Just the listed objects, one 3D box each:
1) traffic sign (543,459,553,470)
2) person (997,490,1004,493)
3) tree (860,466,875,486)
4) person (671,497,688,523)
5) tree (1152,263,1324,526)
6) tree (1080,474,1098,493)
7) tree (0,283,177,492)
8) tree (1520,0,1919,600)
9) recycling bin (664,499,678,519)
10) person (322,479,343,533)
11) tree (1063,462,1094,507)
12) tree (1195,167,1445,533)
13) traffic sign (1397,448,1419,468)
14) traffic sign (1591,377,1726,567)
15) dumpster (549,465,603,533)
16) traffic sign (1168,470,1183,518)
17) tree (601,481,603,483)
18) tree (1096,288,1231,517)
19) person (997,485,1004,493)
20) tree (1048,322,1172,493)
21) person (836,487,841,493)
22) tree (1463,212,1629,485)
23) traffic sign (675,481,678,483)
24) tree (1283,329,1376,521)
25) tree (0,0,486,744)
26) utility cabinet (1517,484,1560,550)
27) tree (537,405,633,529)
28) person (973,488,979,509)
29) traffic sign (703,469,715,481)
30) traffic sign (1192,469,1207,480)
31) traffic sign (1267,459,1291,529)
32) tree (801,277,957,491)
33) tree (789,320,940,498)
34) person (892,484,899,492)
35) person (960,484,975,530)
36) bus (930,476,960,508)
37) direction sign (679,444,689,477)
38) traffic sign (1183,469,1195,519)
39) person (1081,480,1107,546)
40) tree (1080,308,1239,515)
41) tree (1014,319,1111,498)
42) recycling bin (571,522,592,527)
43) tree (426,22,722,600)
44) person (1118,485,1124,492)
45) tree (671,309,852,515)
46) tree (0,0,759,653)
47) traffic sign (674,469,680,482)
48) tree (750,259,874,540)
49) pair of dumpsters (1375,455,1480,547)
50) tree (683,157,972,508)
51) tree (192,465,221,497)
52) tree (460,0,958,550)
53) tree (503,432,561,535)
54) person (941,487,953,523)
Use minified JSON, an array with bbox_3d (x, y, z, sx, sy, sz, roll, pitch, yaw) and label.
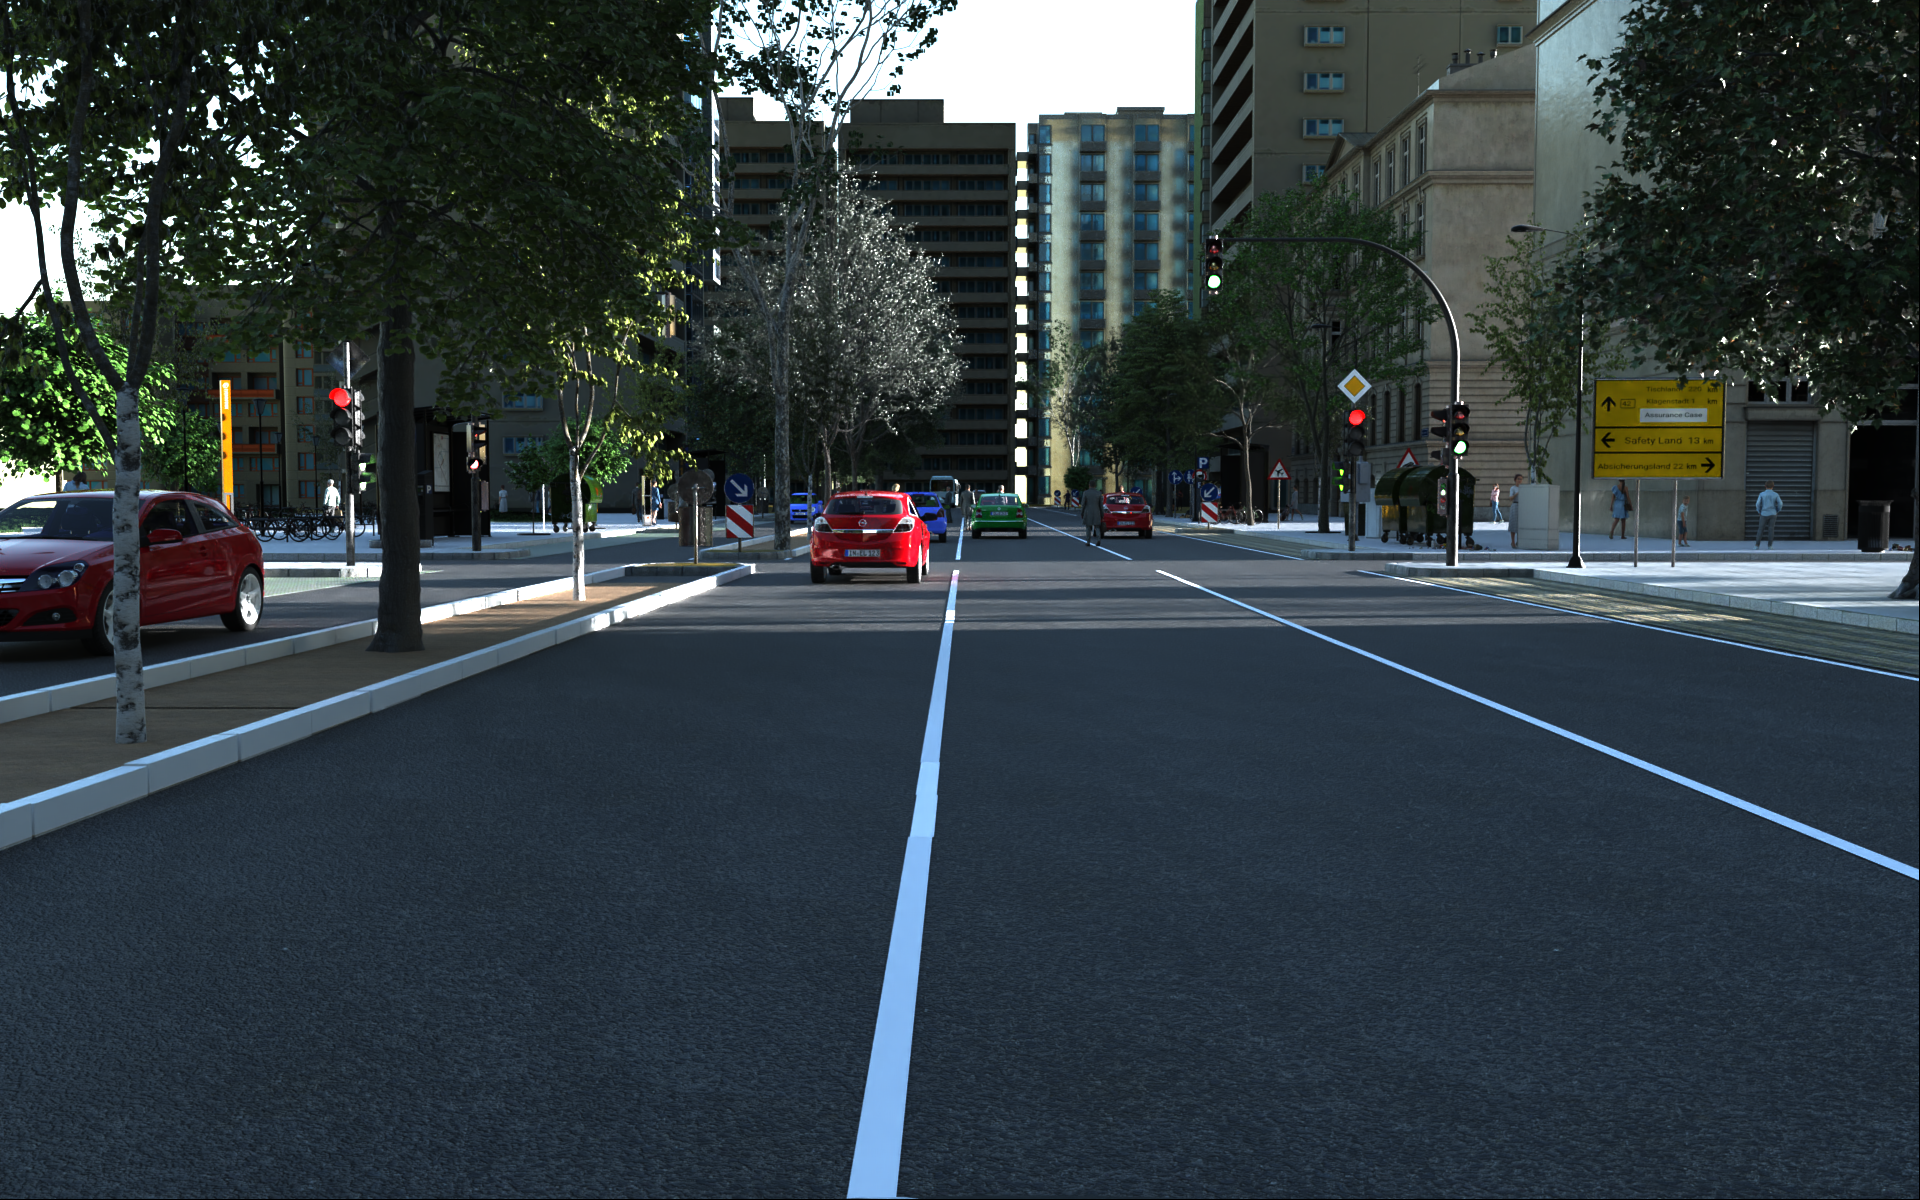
[{"bbox_3d":[-14.650,-3.737,60.831,0.795,2.593,0.064,0,4,3],"label":"traffic sign"},{"bbox_3d":[1.784,-3.896,72.783,0.593,1.750,0.643,0,4,-5],"label":"person"},{"bbox_3d":[-13.479,-16.681,189.745,9.611,12.733,9.660,0,3,0],"label":"tree"},{"bbox_3d":[-9.088,-2.956,56.944,0.853,1.813,0.709,-1,4,-11],"label":"person"},{"bbox_3d":[11.543,-8.321,70.455,7.601,10.594,8.767,1,4,22],"label":"tree"},{"bbox_3d":[12.403,-10.635,168.477,1.663,3.219,1.824,0,3,0],"label":"tree"},{"bbox_3d":[-14.097,-2.642,26.905,4.285,4.588,4.351,0,3,0],"label":"tree"},{"bbox_3d":[11.829,-6.354,20.891,9.611,12.733,9.660,0,3,0],"label":"tree"},{"bbox_3d":[-15.121,-4.770,90.550,0.722,1.027,0.722,0,4,-7],"label":"recycling bin"},{"bbox_3d":[-20.840,-3.123,57.590,0.515,1.767,0.782,1,4,18],"label":"person"},{"bbox_3d":[11.970,-11.746,175.754,4.285,4.588,4.351,0,3,0],"label":"tree"},{"bbox_3d":[11.791,-8.003,56.602,9.928,11.665,9.643,0,3,0],"label":"tree"},{"bbox_3d":[12.581,-2.976,48.654,0.884,2.594,0.081,0,4,3],"label":"traffic sign"},{"bbox_3d":[12.192,-2.228,30.303,2.265,3.308,0.079,0,4,3],"label":"traffic sign"},{"bbox_3d":[-12.936,-3.403,58.140,1.502,2.255,1.985,0,4,0],"label":"dumpster"},{"bbox_3d":[11.384,-5.595,91.581,0.768,2.556,0.104,0,4,1],"label":"traffic sign"},{"bbox_3d":[-22.137,-6.660,103.492,1.663,3.219,1.824,0,3,0],"label":"tree"},{"bbox_3d":[11.406,-10.889,96.166,7.486,12.596,7.792,0,3,0],"label":"tree"},{"bbox_3d":[1.623,-3.545,66.863,0.834,1.777,0.661,-2,4,-24],"label":"person"},{"bbox_3d":[11.288,-13.014,123.156,12.009,13.543,11.850,0,3,0],"label":"tree"},{"bbox_3d":[-6.177,-4.819,87.520,0.641,1.798,0.478,0,4,2],"label":"person"},{"bbox_3d":[15.564,-5.857,46.122,4.737,8.622,4.395,0,3,0],"label":"tree"},{"bbox_3d":[-13.626,-5.232,85.546,0.884,2.594,0.081,0,4,5],"label":"traffic sign"},{"bbox_3d":[16.565,-7.834,78.456,4.360,8.622,3.978,0,3,0],"label":"tree"},{"bbox_3d":[-4.775,-3.493,9.924,4.360,8.622,3.978,0,3,0],"label":"tree"},{"bbox_3d":[13.306,-1.904,39.808,0.318,1.500,1.173,-1,4,-16],"label":"utility cabinet"},{"bbox_3d":[-13.889,-4.904,63.902,4.285,4.588,4.351,0,3,0],"label":"tree"},{"bbox_3d":[0.919,-5.755,102.933,0.599,1.781,0.374,-1,4,-20],"label":"person"},{"bbox_3d":[-12.730,-5.326,87.187,0.768,2.556,0.104,1,4,8],"label":"traffic sign"},{"bbox_3d":[12.226,-5.402,88.422,0.768,2.556,0.104,0,4,4],"label":"traffic sign"},{"bbox_3d":[11.673,-3.878,63.409,0.884,2.594,0.081,0,4,5],"label":"traffic sign"},{"bbox_3d":[-4.536,-11.402,95.529,9.857,13.997,8.962,0,3,0],"label":"tree"},{"bbox_3d":[-5.099,-9.144,86.369,8.767,10.594,7.601,0,4,0],"label":"tree"},{"bbox_3d":[-2.296,-3.205,61.088,0.728,1.800,0.709,0,4,1],"label":"person"},{"bbox_3d":[0.350,-3.665,68.521,0.694,1.812,0.767,1,4,14],"label":"person"},{"bbox_3d":[-1.627,-11.496,182.815,2.948,3.499,13.247,0,4,2],"label":"bus"},{"bbox_3d":[-12.664,-5.348,79.443,0.379,3.537,0.876,1,4,19],"label":"direction sign"},{"bbox_3d":[11.885,-5.452,89.248,0.768,2.556,0.104,0,4,1],"label":"traffic sign"},{"bbox_3d":[3.649,-2.378,47.480,0.694,1.812,0.767,0,4,-6],"label":"person"},{"bbox_3d":[12.292,-11.583,106.385,9.611,12.733,9.660,0,3,0],"label":"tree"},{"bbox_3d":[11.156,-20.468,190.532,12.611,20.169,13.585,0,3,0],"label":"tree"},{"bbox_3d":[-14.635,-3.336,67.099,0.722,1.027,0.722,0,4,2],"label":"recycling bin"},{"bbox_3d":[-5.077,-4.277,22.745,4.737,8.622,4.395,0,3,0],"label":"tree"},{"bbox_3d":[7.037,-4.112,75.736,0.555,1.821,0.388,-1,4,-17],"label":"person"},{"bbox_3d":[-13.169,-11.661,107.672,9.611,12.733,9.660,0,3,0],"label":"tree"},{"bbox_3d":[-5.210,-5.825,15.817,7.486,12.596,7.792,0,3,0],"label":"tree"},{"bbox_3d":[-13.440,-5.117,83.764,0.768,2.556,0.104,0,4,3],"label":"traffic sign"},{"bbox_3d":[-4.696,-6.180,53.868,4.360,8.622,3.978,0,3,0],"label":"tree"},{"bbox_3d":[11.746,-2.517,43.649,1.574,2.255,4.437,0,3,0],"label":"pair of dumpsters"},{"bbox_3d":[-4.824,-9.185,62.995,12.009,13.543,11.850,0,3,0],"label":"tree"},{"bbox_3d":[-42.862,-6.384,98.982,1.663,3.219,1.824,0,3,0],"label":"tree"},{"bbox_3d":[-5.754,-11.390,44.577,12.611,20.169,13.585,0,3,0],"label":"tree"},{"bbox_3d":[-13.471,-3.638,54.075,1.663,3.219,1.824,0,3,0],"label":"tree"},{"bbox_3d":[-0.644,-4.696,85.451,0.590,1.801,0.661,-1,4,-13],"label":"person"}]
